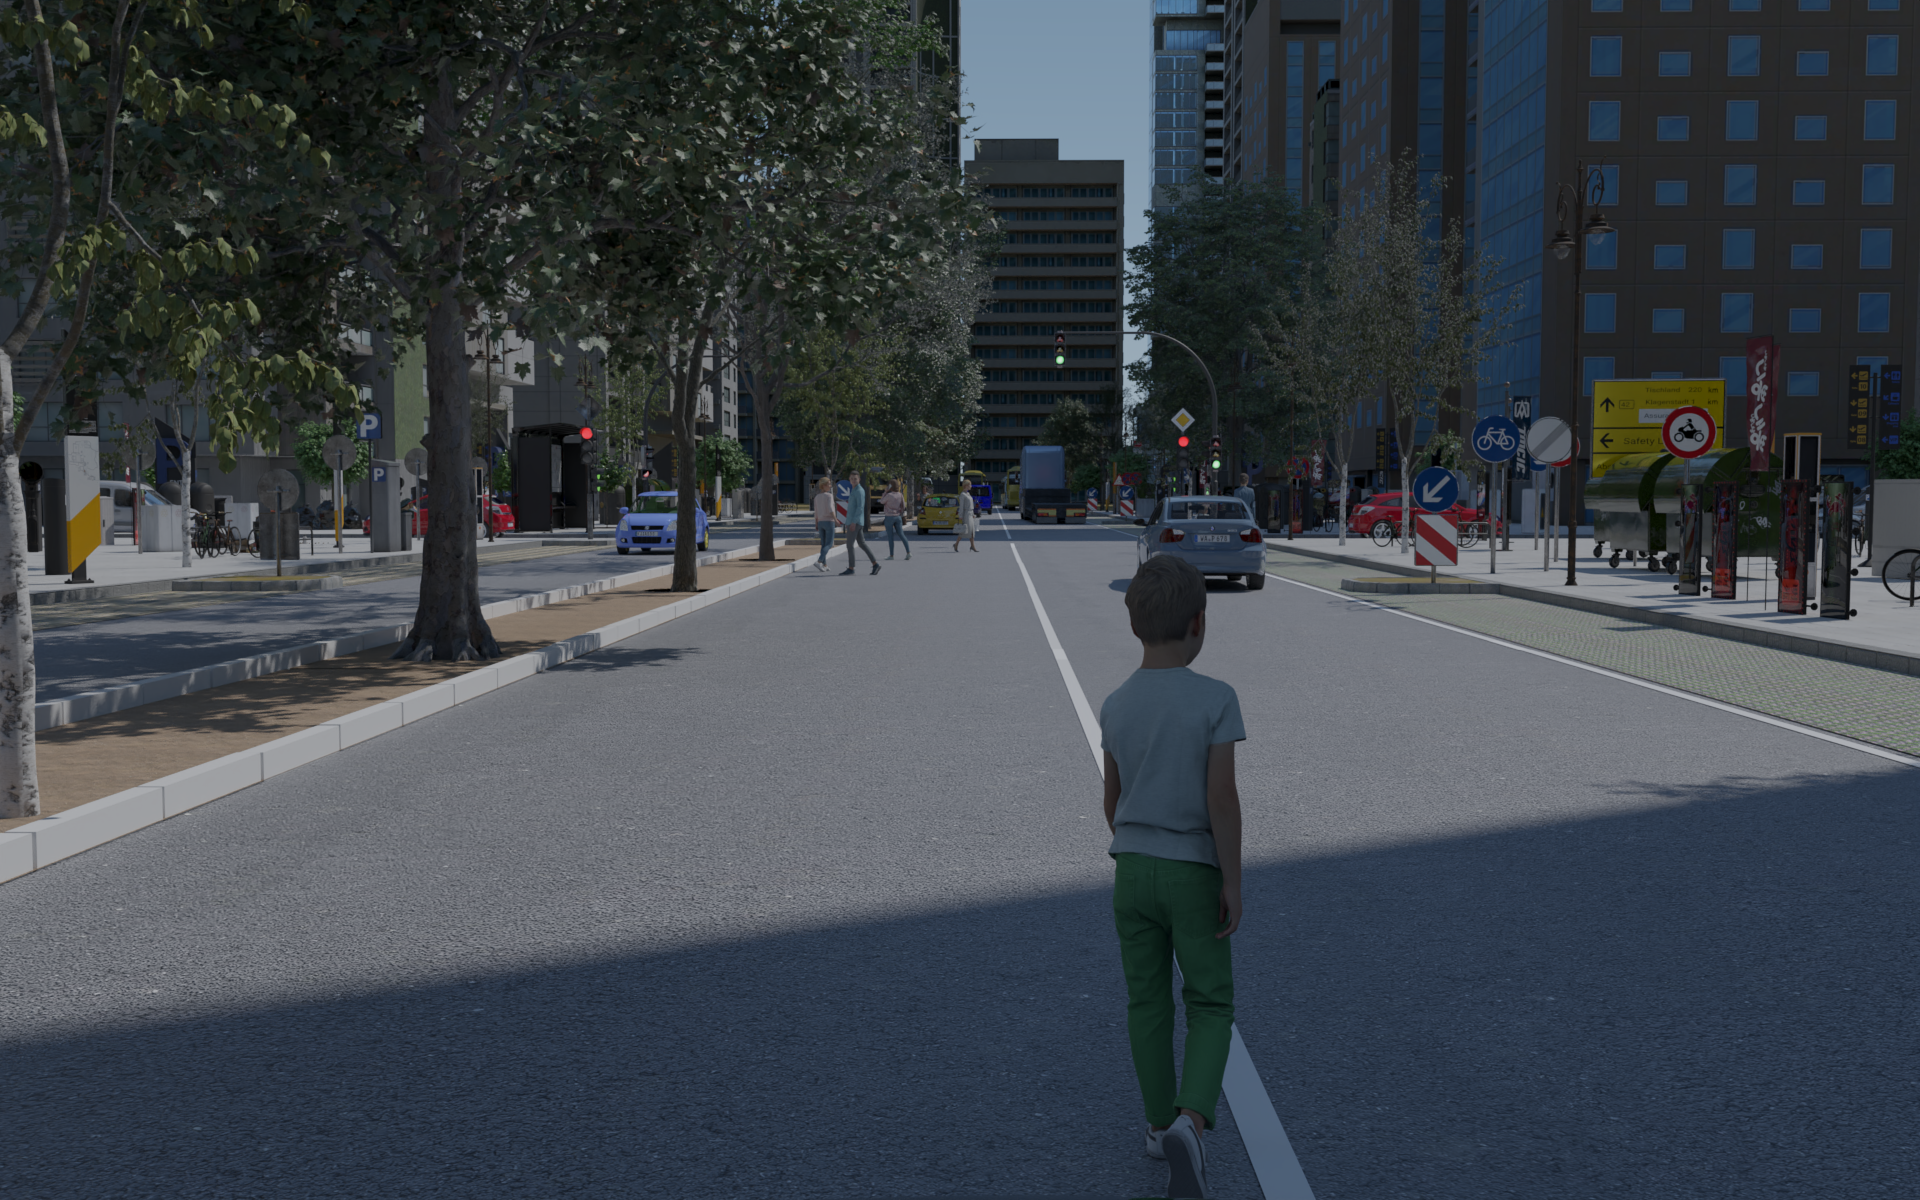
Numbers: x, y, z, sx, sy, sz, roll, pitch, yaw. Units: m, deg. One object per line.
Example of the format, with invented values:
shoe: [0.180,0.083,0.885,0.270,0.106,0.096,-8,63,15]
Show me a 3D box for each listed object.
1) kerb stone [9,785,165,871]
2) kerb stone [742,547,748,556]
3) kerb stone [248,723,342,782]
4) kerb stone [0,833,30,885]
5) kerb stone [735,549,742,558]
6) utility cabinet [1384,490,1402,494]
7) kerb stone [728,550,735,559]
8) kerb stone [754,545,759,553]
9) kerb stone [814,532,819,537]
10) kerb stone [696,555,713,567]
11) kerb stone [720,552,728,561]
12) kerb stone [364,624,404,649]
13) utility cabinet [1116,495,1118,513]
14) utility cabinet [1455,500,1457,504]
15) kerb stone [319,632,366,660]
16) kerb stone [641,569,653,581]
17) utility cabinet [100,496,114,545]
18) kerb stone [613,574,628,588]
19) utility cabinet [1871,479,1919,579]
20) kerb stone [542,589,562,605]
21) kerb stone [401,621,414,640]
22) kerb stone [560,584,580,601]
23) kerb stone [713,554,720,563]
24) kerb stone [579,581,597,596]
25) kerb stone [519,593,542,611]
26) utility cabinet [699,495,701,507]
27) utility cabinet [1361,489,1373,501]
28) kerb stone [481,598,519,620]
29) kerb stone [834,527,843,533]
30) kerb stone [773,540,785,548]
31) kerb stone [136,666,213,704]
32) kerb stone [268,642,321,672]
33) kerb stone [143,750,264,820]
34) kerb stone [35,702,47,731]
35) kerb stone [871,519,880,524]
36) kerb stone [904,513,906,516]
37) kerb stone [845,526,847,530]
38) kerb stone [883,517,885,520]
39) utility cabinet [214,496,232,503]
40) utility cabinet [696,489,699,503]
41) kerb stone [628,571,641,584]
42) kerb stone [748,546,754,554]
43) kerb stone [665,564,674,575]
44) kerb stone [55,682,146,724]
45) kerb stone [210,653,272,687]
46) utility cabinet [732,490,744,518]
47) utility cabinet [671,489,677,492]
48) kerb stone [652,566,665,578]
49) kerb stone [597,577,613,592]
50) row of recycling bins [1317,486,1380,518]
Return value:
kerb stone: [-3.558,0.925,7.079,0.120,0.150,1.000,0,4,1]
kerb stone: [-5.074,-1.084,39.922,0.120,0.150,1.000,0,4,1]
kerb stone: [-3.518,0.803,9.123,0.120,0.150,1.000,0,4,1]
kerb stone: [-3.579,0.987,6.055,0.120,0.150,1.000,0,4,1]
kerb stone: [-5.089,-1.020,38.895,0.120,0.150,1.000,0,4,1]
utility cabinet: [22.765,-5.001,90.447,1.173,1.500,0.318,2,4,31]
kerb stone: [-5.117,-0.959,37.867,0.120,0.150,1.000,0,4,1]
kerb stone: [-5.036,-1.209,41.968,0.120,0.150,1.000,0,4,1]
kerb stone: [-4.757,-2.181,57.859,0.120,0.150,1.000,0,4,1]
kerb stone: [-5.158,-0.768,34.789,0.120,0.150,1.000,0,4,1]
kerb stone: [-5.128,-0.892,36.842,0.120,0.150,1.000,0,4,1]
kerb stone: [-5.495,0.360,16.315,0.120,0.150,1.000,0,4,1]
utility cabinet: [11.057,-6.614,119.308,1.020,1.237,0.306,1,4,13]
utility cabinet: [26.016,-4.918,91.574,0.306,1.237,1.020,2,4,26]
kerb stone: [-5.513,0.422,15.294,0.120,0.150,1.000,0,4,1]
kerb stone: [-5.274,-0.389,28.638,0.120,0.150,1.000,0,4,1]
utility cabinet: [-21.637,-1.962,43.248,0.306,1.237,1.020,1,4,21]
kerb stone: [-5.303,-0.269,26.589,0.120,0.150,1.000,0,4,1]
utility cabinet: [14.299,-1.065,26.099,0.318,1.500,1.173,-1,4,-9]
kerb stone: [-5.386,-0.013,22.467,0.120,0.150,1.000,0,4,1]
kerb stone: [-5.479,0.297,17.337,0.120,0.150,1.000,0,4,1]
kerb stone: [-5.367,-0.080,23.497,0.120,0.150,1.000,0,4,1]
kerb stone: [-5.149,-0.832,35.819,0.120,0.150,1.000,0,4,1]
kerb stone: [-5.354,-0.143,24.534,0.120,0.150,1.000,0,4,1]
kerb stone: [-5.398,0.046,21.436,0.120,0.150,1.000,0,4,1]
utility cabinet: [-16.235,-5.782,105.689,1.020,1.237,0.306,-3,4,-38]
utility cabinet: [18.501,-4.282,78.692,0.318,1.500,1.173,2,4,23]
kerb stone: [-5.422,0.109,20.407,0.120,0.150,1.000,0,4,1]
kerb stone: [-4.601,-2.683,66.067,0.120,0.150,1.000,0,4,1]
kerb stone: [-4.949,-1.523,47.099,0.120,0.150,1.000,0,4,1]
kerb stone: [-5.572,0.610,12.217,0.120,0.150,1.000,0,4,1]
kerb stone: [-5.536,0.485,14.264,0.120,0.150,1.000,0,4,1]
kerb stone: [-3.541,0.862,8.101,0.120,0.150,1.000,0,4,1]
kerb stone: [-5.604,0.735,10.174,0.120,0.150,1.000,0,4,1]
kerb stone: [-4.238,-3.939,86.595,0.120,0.150,1.000,0,4,1]
kerb stone: [-3.642,-6.008,120.423,0.120,0.150,1.000,0,4,1]
kerb stone: [-4.593,-2.743,67.094,0.120,0.150,1.000,0,4,1]
kerb stone: [-4.165,-4.190,90.704,0.120,0.150,1.000,0,4,1]
utility cabinet: [-29.864,-3.585,69.772,1.020,1.237,0.306,-1,4,-17]
utility cabinet: [-12.818,-4.493,82.145,0.318,1.500,1.173,-3,5,-42]
kerb stone: [-5.291,-0.330,27.616,0.120,0.150,1.000,0,4,1]
kerb stone: [-5.049,-1.147,40.946,0.120,0.150,1.000,0,4,1]
kerb stone: [-5.236,-0.520,30.691,0.120,0.150,1.000,0,4,1]
kerb stone: [-5.585,0.673,11.196,0.120,0.150,1.000,0,4,1]
kerb stone: [-5.546,0.548,13.239,0.120,0.150,1.000,0,4,1]
utility cabinet: [-11.583,-5.001,90.448,0.318,1.500,1.173,0,4,8]
utility cabinet: [-13.048,-4.402,80.657,0.318,1.500,1.173,2,4,25]
kerb stone: [-5.256,-0.457,29.659,0.120,0.150,1.000,0,4,1]
kerb stone: [-5.326,-0.204,25.556,0.120,0.150,1.000,0,4,1]
row of recycling bins: [20.352,-5.148,91.281,3.534,1.692,1.069,2,4,27]
